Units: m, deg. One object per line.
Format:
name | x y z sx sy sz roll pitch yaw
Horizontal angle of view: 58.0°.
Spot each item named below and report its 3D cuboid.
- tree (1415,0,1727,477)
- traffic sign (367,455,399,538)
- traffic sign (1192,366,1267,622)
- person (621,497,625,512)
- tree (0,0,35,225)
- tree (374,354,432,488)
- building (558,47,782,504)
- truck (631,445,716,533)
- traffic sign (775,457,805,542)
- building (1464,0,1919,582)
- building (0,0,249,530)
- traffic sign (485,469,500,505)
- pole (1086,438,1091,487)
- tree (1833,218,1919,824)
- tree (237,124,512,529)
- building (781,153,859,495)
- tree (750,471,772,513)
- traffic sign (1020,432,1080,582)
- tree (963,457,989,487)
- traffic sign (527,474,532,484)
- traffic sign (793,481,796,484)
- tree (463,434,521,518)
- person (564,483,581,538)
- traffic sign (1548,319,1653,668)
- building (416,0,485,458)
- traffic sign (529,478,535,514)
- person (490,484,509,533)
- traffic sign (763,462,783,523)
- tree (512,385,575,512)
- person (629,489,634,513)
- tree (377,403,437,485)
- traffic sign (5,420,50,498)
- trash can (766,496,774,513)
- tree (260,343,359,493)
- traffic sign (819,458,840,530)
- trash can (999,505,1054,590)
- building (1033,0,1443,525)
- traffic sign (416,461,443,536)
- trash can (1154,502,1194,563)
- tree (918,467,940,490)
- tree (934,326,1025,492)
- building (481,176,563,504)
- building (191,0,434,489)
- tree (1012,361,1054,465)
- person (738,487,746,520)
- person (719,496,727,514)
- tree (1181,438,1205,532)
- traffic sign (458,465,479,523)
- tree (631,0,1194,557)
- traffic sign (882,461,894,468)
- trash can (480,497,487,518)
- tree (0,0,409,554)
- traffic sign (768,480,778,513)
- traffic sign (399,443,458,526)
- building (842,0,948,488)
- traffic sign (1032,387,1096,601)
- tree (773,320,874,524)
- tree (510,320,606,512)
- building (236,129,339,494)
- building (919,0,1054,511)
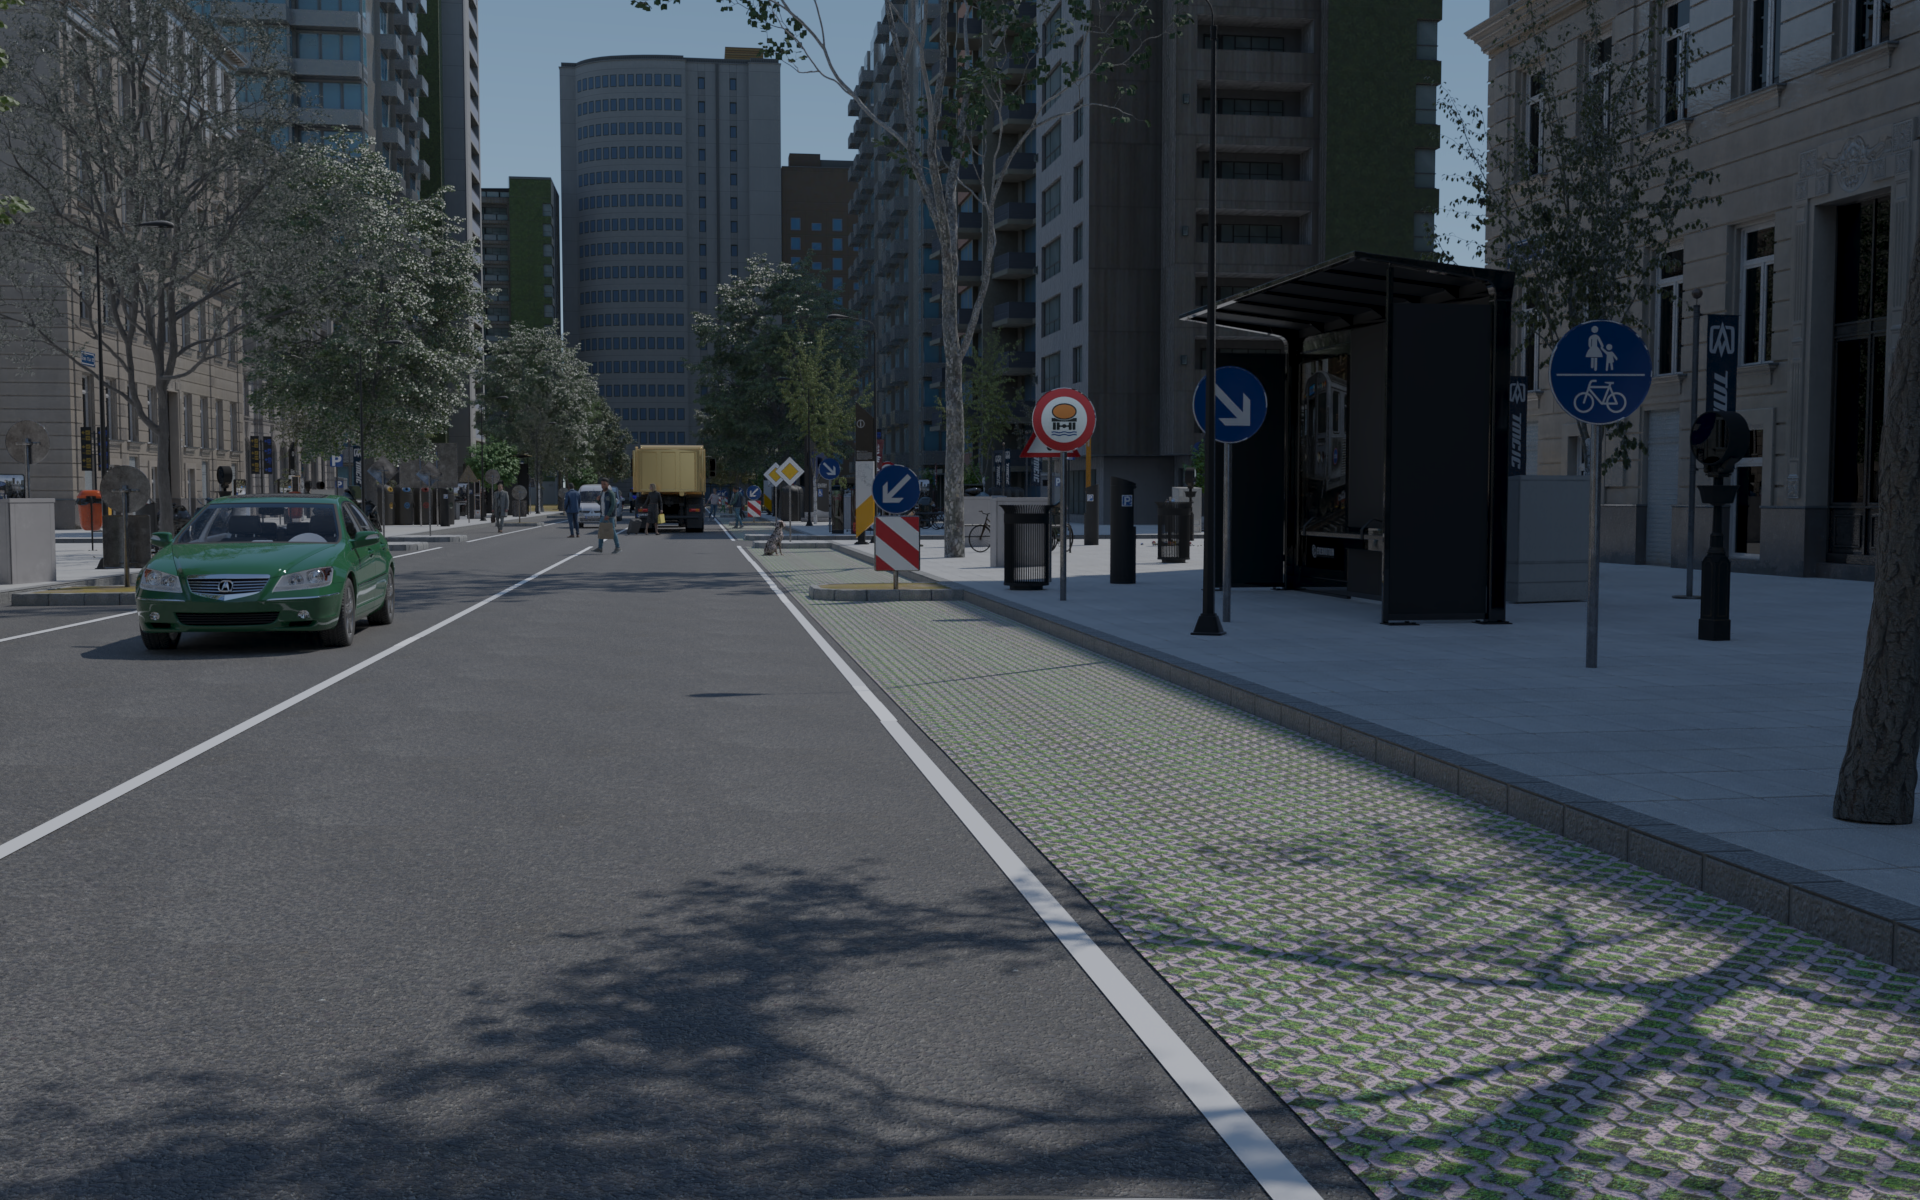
tree | 8.651 -4.512 24.133 4.360 8.622 3.978 0 3 0
traffic sign | -14.933 -2.521 44.853 0.795 2.450 0.064 -1 4 -9
traffic sign | 2.676 -1.052 17.311 0.768 2.556 0.104 -1 4 -8
person | -27.766 -7.946 141.643 0.697 1.427 0.421 2 4 26
tree | -13.197 -5.987 16.019 7.486 12.596 7.792 0 3 0
tree | -30.538 -8.532 89.866 4.360 8.622 3.978 0 3 0
building | -38.327 -42.122 230.696 28.212 58.520 21.231 -1 4 -9
truck | -11.270 -4.389 67.691 3.469 3.379 9.791 0 4 -8
traffic sign | -4.557 -2.617 46.423 0.795 2.450 0.064 -1 4 -9
building | 18.623 -13.973 25.719 12.463 27.353 25.104 -1 4 -9
building | -39.035 -16.815 72.194 12.463 27.353 25.104 -1 4 -9
traffic sign | -24.000 -5.432 88.919 0.768 2.556 0.104 0 4 -5
pole | 4.112 -3.769 55.471 0.158 3.312 0.155 0 3 0
tree | 3.864 -4.396 6.285 7.601 10.594 8.767 3 4 36
tree | -20.636 -9.398 60.311 9.857 13.997 8.962 0 3 0
building | -16.894 -35.543 231.241 14.200 45.320 14.600 -1 4 -9
tree | -13.671 -7.593 118.753 1.663 3.219 1.824 0 3 0
traffic sign | 1.304 -1.539 25.162 0.884 2.594 0.081 0 4 -2
tree | 0.592 -5.853 90.300 1.663 3.219 1.824 0 3 0
traffic sign | -26.797 -6.523 106.762 0.768 2.556 0.104 0 4 -8
traffic sign | -10.358 -6.461 105.740 0.768 2.556 0.104 0 3 0
tree | -25.504 -6.786 94.671 4.285 4.588 4.351 0 3 0
person | -12.727 -2.952 56.955 0.419 1.800 0.721 3 4 37
traffic sign | 4.669 -0.772 12.728 0.768 2.556 0.104 0 4 -2
building | -63.609 -38.785 176.141 28.212 58.520 21.231 -1 4 -9
traffic sign | -27.887 -6.744 112.392 0.606 2.300 0.079 0 4 -7
person | -17.132 -3.414 64.418 0.694 1.812 0.767 0 4 4
traffic sign | -5.772 -3.099 54.316 0.795 2.450 0.064 -1 4 -9
tree | -28.395 -10.225 117.547 4.360 8.622 3.978 0 3 0
person | -25.014 -7.546 131.868 0.705 1.826 1.348 -1 4 -12
tree | -31.766 -9.070 98.655 4.737 8.622 4.395 0 3 0
traffic sign | -16.011 -1.814 29.758 0.768 2.556 0.104 0 4 0
trash can | -12.516 -6.294 114.554 0.748 1.137 0.748 0 3 0
tree | -31.146 -8.055 82.066 4.360 8.622 3.978 0 3 0
traffic sign | -4.627 -3.757 61.535 0.768 2.556 0.104 0 4 -2
trash can | 0.891 -0.708 23.231 0.748 1.137 0.748 0 3 0
building | 11.377 -18.563 75.200 14.107 30.474 14.160 -1 4 -9
traffic sign | -16.147 -3.003 52.746 0.795 2.450 0.064 -1 4 -9
trash can | 3.992 -1.265 32.334 0.748 1.137 0.748 0 3 0
tree | -2.015 -7.261 113.315 1.663 3.219 1.824 0 3 0
tree | 0.959 -7.701 76.277 4.737 8.622 4.395 0 3 0
building | -59.257 -33.104 224.837 14.086 41.232 14.154 -1 4 -9
building | -54.828 -31.694 137.803 23.786 49.044 30.456 -1 4 -9
tree | 5.034 -8.779 93.905 4.360 8.622 3.978 0 3 0
person | -12.210 -5.361 96.178 0.660 1.820 0.620 3 4 38
person | -17.157 -6.884 125.301 0.590 1.304 0.306 2 4 29
tree | 8.445 -3.983 59.725 1.663 3.219 1.824 0 3 0
traffic sign | -21.823 -4.704 76.915 0.884 2.594 0.081 0 4 -7
tree | -1.205 -10.862 33.483 12.611 20.169 13.585 0 3 0
traffic sign | -2.818 -4.121 67.481 0.768 2.556 0.104 0 4 -5
trash can | -24.921 -4.786 89.909 0.748 1.137 0.748 0 3 0
tree | -17.227 -7.739 36.903 12.009 13.543 11.850 0 3 0
traffic sign | -10.989 -6.091 101.713 0.606 2.300 0.079 0 4 0
traffic sign | -21.182 -4.598 69.046 2.265 3.308 0.079 0 4 -7
building | 0.109 -34.343 181.108 23.786 49.044 30.456 -1 4 -9
traffic sign | 1.243 -1.265 20.784 0.768 2.556 0.104 0 4 0
tree | -5.991 -7.545 73.719 4.737 8.622 4.395 0 3 0
tree | -30.497 -13.338 124.726 9.857 13.997 8.962 0 3 0
building | -43.398 -15.579 96.513 13.314 21.916 24.055 -1 4 -9
building | 9.660 -28.303 117.376 22.147 44.769 28.867 -1 4 -9
